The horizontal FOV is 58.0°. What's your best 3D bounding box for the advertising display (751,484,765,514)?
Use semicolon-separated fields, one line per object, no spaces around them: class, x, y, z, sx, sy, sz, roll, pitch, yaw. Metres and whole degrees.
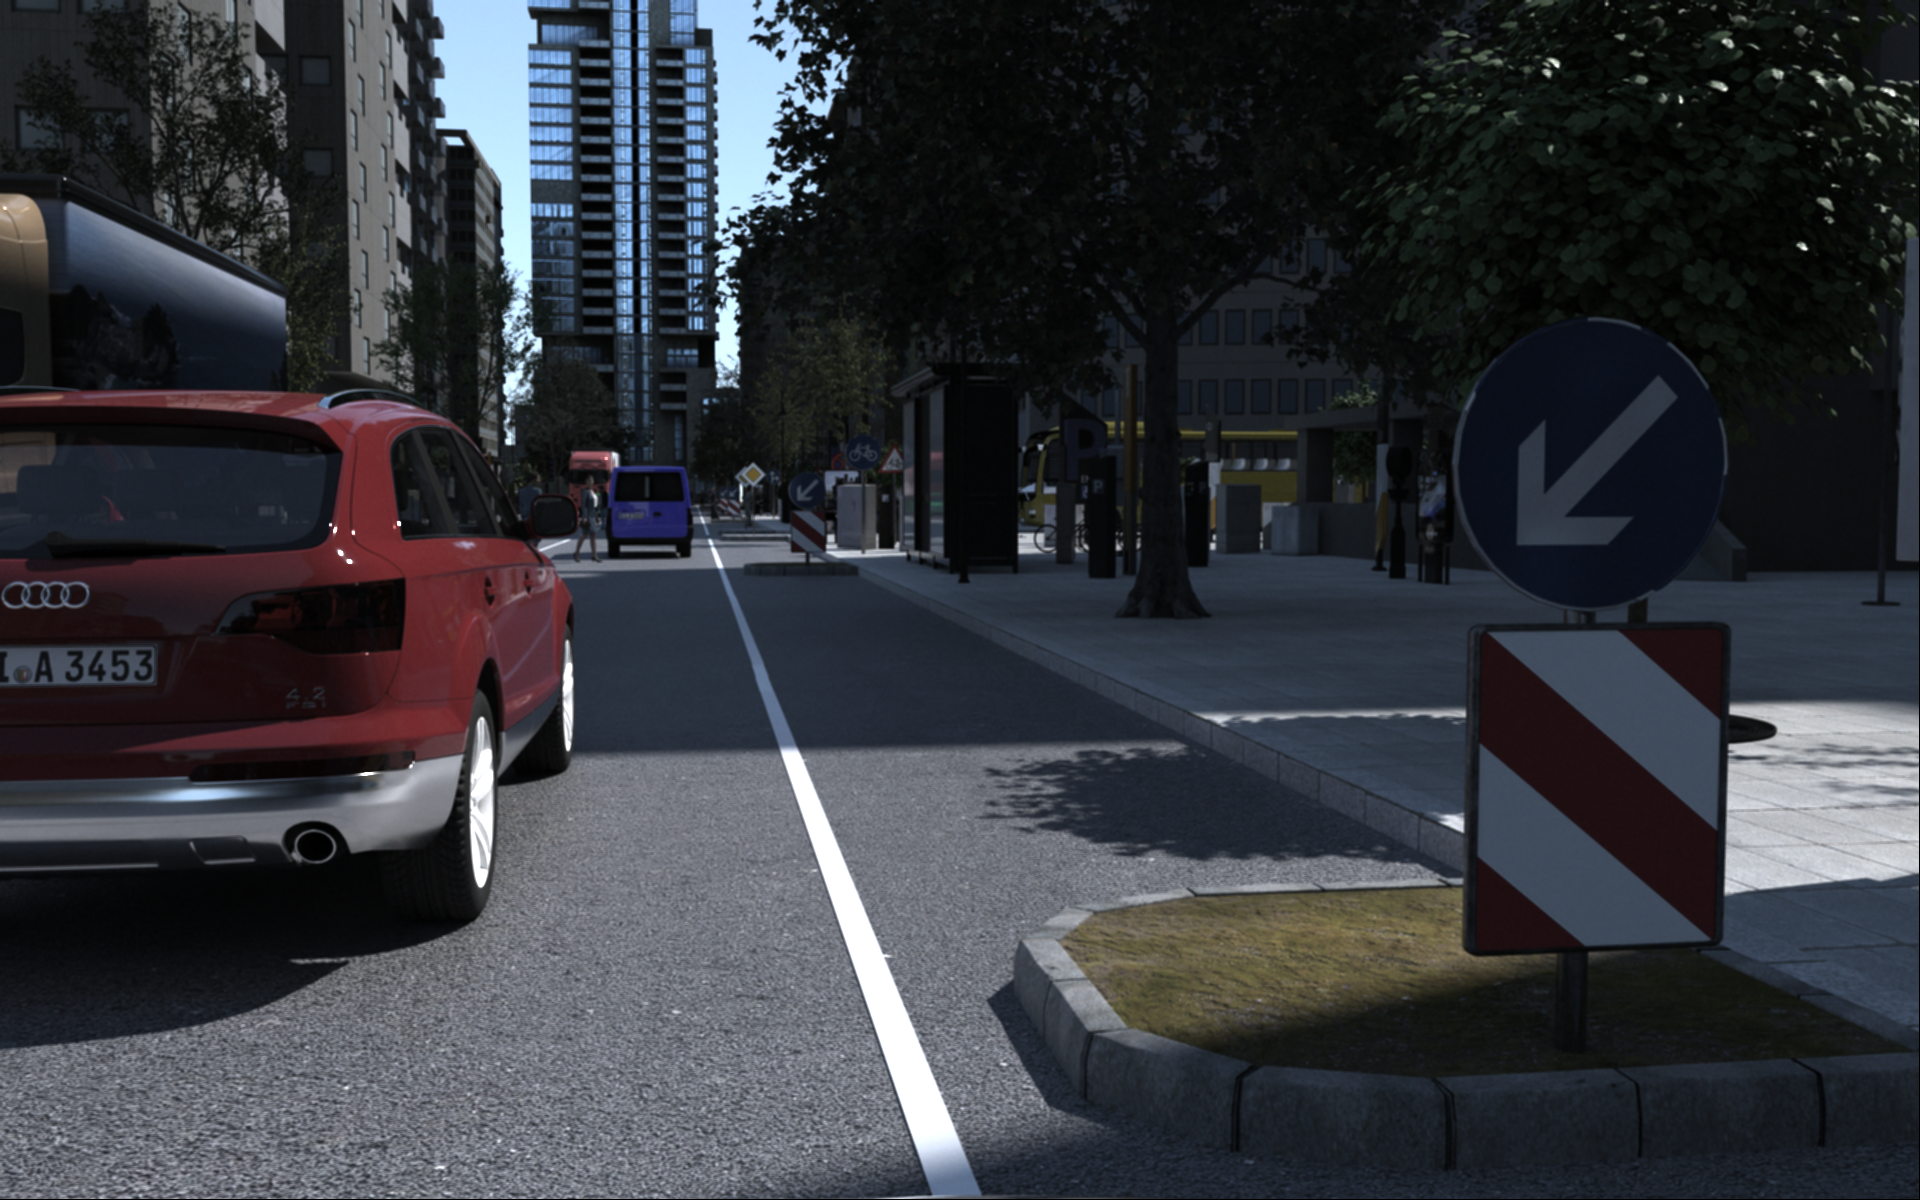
advertising display;-12.944;-6.458;110.798;0.974;1.923;0.123;2;4;27

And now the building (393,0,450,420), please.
building;-55.795;-32.197;146.026;23.786;49.044;30.456;-1;4;-9

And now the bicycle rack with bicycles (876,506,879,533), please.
bicycle rack with bicycles;-1.726;-2.493;54.136;2.852;0.926;2.925;-1;4;-18

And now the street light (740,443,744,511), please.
street light;-16.919;-9.927;135.091;0.468;5.910;1.993;-1;4;-9

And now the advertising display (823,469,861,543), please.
advertising display;-3.065;-2.429;44.935;0.974;1.923;0.123;0;4;4

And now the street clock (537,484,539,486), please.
street clock;-25.149;-5.988;102.469;0.471;2.002;0.358;0;4;-4

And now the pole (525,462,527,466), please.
pole;-27.975;-7.212;111.752;0.158;3.312;0.155;0;3;0

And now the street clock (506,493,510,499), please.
street clock;-28.517;-6.418;109.502;0.358;2.002;0.471;2;4;27

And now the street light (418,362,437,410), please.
street light;-18.610;-5.375;60.669;0.468;5.910;1.993;-1;4;-9

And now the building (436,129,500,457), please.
building;-60.405;-29.752;178.330;23.993;40.220;32.217;-1;4;-9

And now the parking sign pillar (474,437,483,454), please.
parking sign pillar;-23.029;-5.671;81.185;1.447;3.967;1.447;-1;4;-13

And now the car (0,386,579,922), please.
car;-2.805;0.089;7.220;2.281;1.827;5.304;0;4;-7

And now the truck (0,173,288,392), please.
truck;-9.335;-1.738;17.328;2.839;4.237;11.283;0;4;-8

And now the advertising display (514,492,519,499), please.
advertising display;-28.737;-6.596;113.054;0.123;1.923;0.974;2;4;28

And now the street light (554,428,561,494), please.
street light;-27.494;-8.902;118.340;0.468;5.910;1.993;-1;4;-9

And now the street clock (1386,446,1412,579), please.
street clock;6.653;-1.328;26.281;0.358;2.002;0.471;3;4;38

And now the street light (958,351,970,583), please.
street light;0.056;-3.184;24.841;0.468;5.910;1.993;-1;4;-9

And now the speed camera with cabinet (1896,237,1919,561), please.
speed camera with cabinet;3.839;-0.656;5.067;0.660;3.252;2.038;-1;4;-22

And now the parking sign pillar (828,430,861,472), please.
parking sign pillar;-4.711;-5.041;70.888;1.447;3.967;1.447;-1;4;-14

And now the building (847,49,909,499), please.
building;-3.273;-31.601;166.783;14.600;45.320;14.200;-1;4;-9

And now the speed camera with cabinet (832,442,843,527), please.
speed camera with cabinet;-4.885;-4.428;66.741;0.660;3.252;2.038;-1;4;-17

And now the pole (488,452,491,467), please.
pole;-22.843;-5.524;84.156;0.158;3.312;0.155;0;3;0

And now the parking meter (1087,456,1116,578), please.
parking meter;2.166;-1.269;26.463;0.399;1.863;0.255;3;4;38

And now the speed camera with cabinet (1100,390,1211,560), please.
speed camera with cabinet;3.707;-2.358;32.889;2.038;3.252;0.660;1;4;18

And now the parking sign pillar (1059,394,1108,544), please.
parking sign pillar;3.256;-3.463;45.092;1.447;3.967;1.447;-1;4;-16

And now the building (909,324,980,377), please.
building;2.861;-27.361;130.947;14.154;41.232;14.086;-1;4;-9

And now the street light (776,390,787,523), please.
street light;-7.924;-6.400;77.433;0.468;5.910;1.993;-1;4;-9

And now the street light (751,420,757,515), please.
street light;-12.637;-8.176;106.463;0.468;5.910;1.993;-1;4;-9

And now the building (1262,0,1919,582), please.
building;23.990;-20.959;34.554;32.217;40.220;23.993;-1;4;-9

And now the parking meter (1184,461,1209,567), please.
parking meter;4.168;-1.518;30.535;0.399;1.863;0.255;-3;5;-39

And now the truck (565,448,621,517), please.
truck;-22.606;-7.241;107.307;2.839;4.237;11.283;0;4;-8

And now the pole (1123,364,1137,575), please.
pole;2.687;-2.049;27.345;0.158;3.312;0.155;0;3;0

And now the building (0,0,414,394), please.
building;-51.879;-32.098;114.044;28.713;52.752;27.495;-1;4;-9

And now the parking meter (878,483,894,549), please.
parking meter;-1.729;-1.972;40.655;0.372;1.533;0.369;0;3;0

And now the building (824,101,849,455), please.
building;-3.345;-32.687;189.058;22.147;44.769;28.867;-1;4;-9

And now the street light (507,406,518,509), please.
street light;-23.067;-7.130;89.368;0.468;5.910;1.993;-1;4;-9

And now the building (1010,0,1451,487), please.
building;16.319;-33.139;83.825;28.212;58.520;21.231;-1;4;-9

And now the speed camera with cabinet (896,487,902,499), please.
speed camera with cabinet;-3.258;-7.353;114.558;2.038;3.252;0.660;1;4;18

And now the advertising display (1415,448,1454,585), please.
advertising display;6.808;-1.201;24.848;0.123;1.923;0.974;-1;4;-11

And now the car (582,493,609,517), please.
car;-19.606;-5.247;94.587;1.959;1.807;4.718;0;4;-7

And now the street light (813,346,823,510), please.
street light;-4.405;-4.942;53.591;0.468;5.910;1.993;-1;4;-9

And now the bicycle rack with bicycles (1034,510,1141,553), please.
bicycle rack with bicycles;3.376;-1.531;38.410;2.925;0.926;2.852;1;4;21
